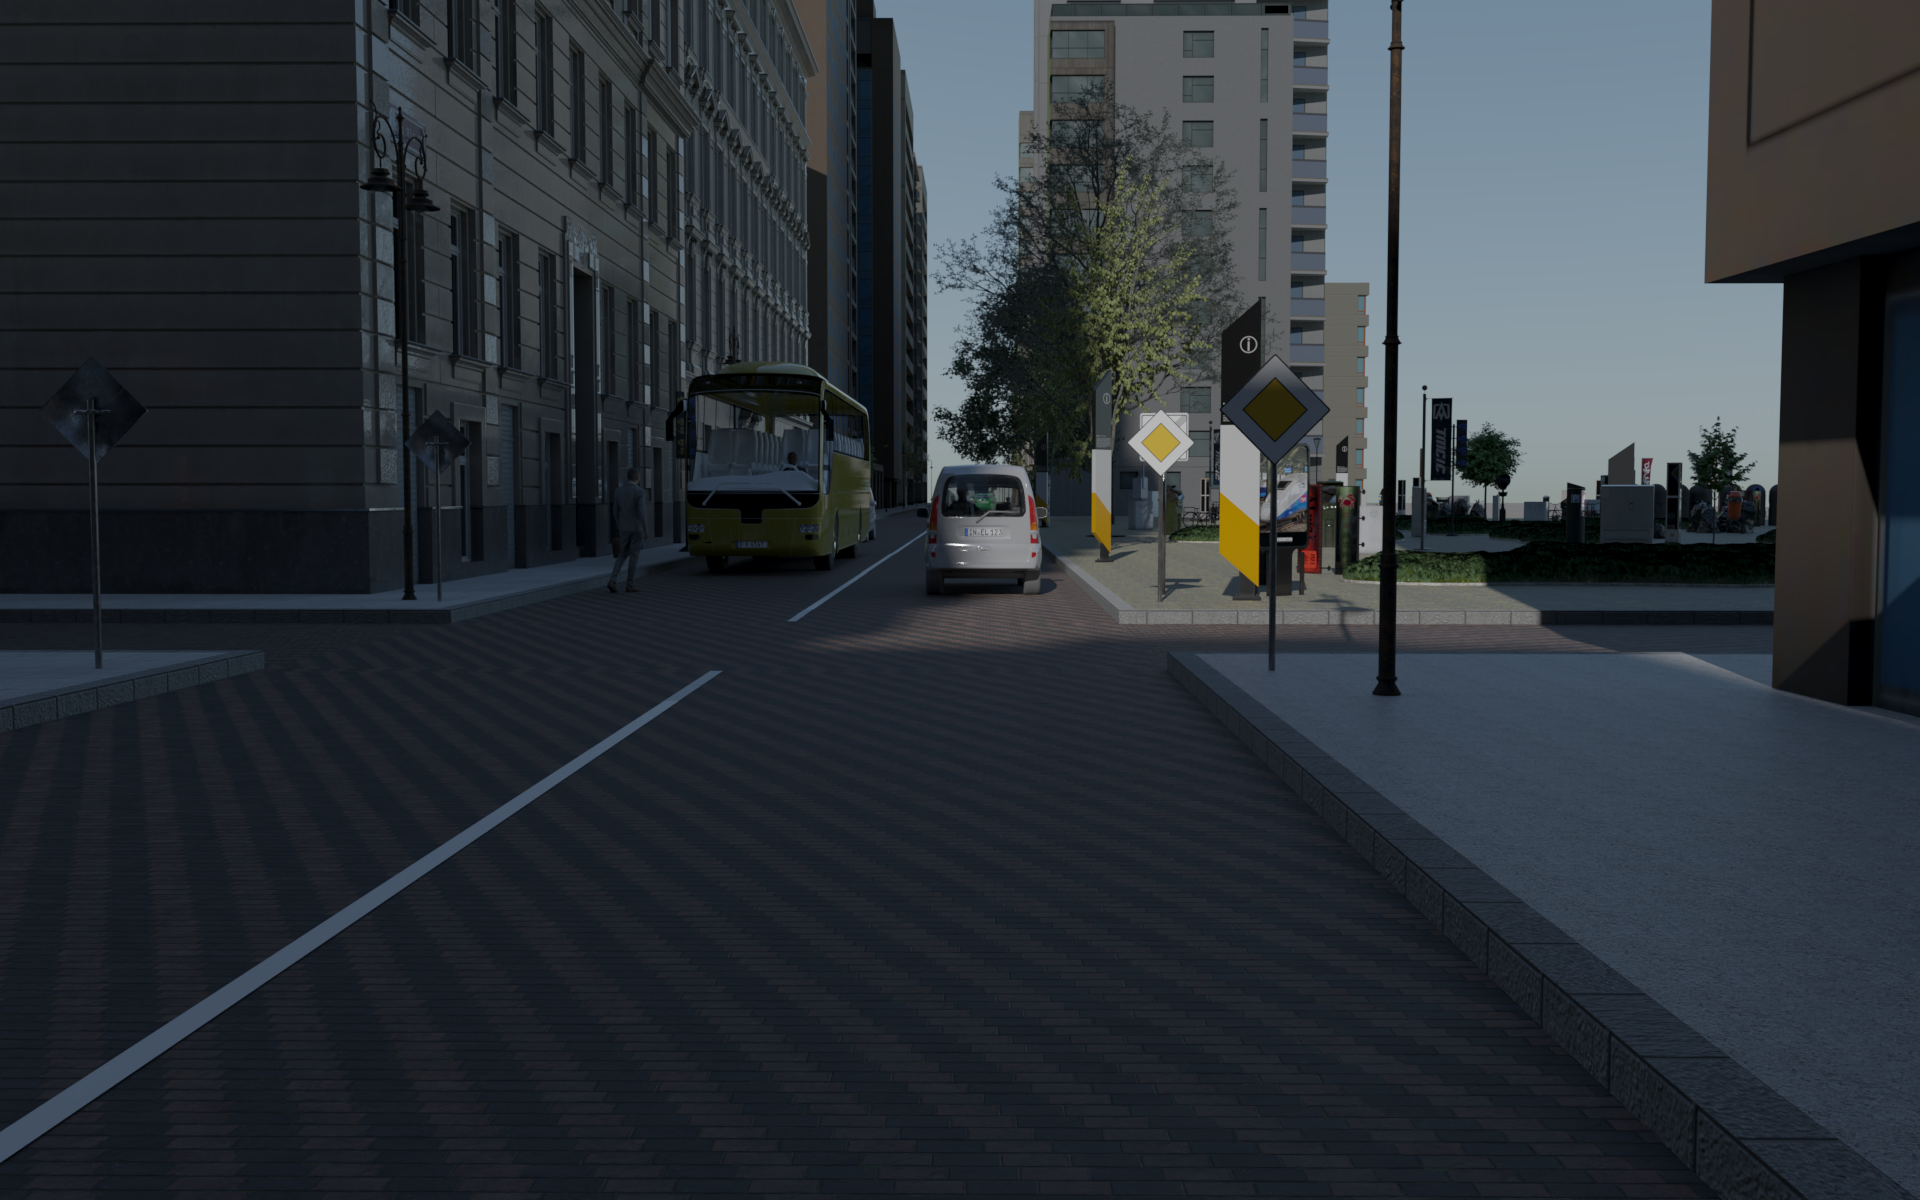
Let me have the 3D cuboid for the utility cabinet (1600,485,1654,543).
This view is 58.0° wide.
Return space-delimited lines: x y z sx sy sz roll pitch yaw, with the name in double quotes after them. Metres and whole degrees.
15.970 -2.005 41.464 1.173 1.500 0.318 2 4 24 "utility cabinet"

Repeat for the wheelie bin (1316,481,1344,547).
8.942 -2.071 41.773 0.980 1.594 0.693 1 4 12 "wheelie bin"

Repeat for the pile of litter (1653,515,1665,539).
19.992 -2.220 50.256 1.176 0.858 1.719 -2 4 -31 "pile of litter"

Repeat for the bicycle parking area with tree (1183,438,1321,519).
15.710 -6.178 88.007 8.231 4.147 9.016 0 4 2 "bicycle parking area with tree"

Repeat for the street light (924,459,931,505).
-4.097 -14.390 208.064 0.468 5.910 1.993 0 4 1 "street light"

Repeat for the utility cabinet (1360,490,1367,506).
21.854 -5.215 93.942 0.318 1.500 1.173 0 4 7 "utility cabinet"

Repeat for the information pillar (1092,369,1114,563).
2.662 -2.512 32.424 0.183 3.616 0.504 3 5 43 "information pillar"

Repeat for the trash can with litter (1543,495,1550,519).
30.036 -4.731 88.416 1.678 1.210 2.233 -1 4 -13 "trash can with litter"

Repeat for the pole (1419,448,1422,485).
20.580 -5.102 77.257 0.158 3.312 0.155 0 3 0 "pole"

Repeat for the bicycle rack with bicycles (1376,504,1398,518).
14.983 -3.170 65.208 2.925 0.926 2.852 -2 4 -26 "bicycle rack with bicycles"

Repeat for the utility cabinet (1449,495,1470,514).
25.832 -4.799 89.625 1.020 1.237 0.306 3 5 40 "utility cabinet"

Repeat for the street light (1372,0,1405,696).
2.728 -2.331 10.899 0.468 5.910 1.993 0 4 1 "street light"

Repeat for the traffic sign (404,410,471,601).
-6.222 -1.040 20.653 0.795 2.450 0.064 0 4 1 "traffic sign"

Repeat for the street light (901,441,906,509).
-4.927 -10.940 151.652 0.468 5.910 1.993 0 4 1 "street light"

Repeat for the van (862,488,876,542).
-3.521 -2.814 53.028 2.013 2.044 4.112 0 4 2 "van"

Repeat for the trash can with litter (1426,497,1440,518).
19.139 -3.538 69.241 1.055 1.170 0.624 1 4 16 "trash can with litter"

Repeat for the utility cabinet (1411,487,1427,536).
13.837 -2.659 52.147 0.318 1.500 1.173 1 4 22 "utility cabinet"

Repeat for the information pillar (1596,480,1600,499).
32.981 -5.185 89.261 0.304 2.012 0.304 -2 4 -33 "information pillar"

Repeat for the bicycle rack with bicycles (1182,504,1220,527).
9.647 -3.116 64.326 2.925 0.926 2.852 2 4 25 "bicycle rack with bicycles"

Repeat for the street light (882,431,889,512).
-5.298 -9.269 124.336 0.468 5.910 1.993 0 4 1 "street light"

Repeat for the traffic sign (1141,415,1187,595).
2.582 -1.213 21.955 0.606 2.300 0.079 0 4 7 "traffic sign"

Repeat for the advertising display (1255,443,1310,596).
4.019 -1.011 21.752 0.974 1.923 0.123 -3 4 -37 "advertising display"

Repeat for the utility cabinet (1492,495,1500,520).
26.041 -4.460 84.089 0.306 1.237 1.020 1 4 21 "utility cabinet"

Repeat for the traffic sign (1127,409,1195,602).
2.371 -1.032 20.520 0.795 2.450 0.064 0 4 1 "traffic sign"

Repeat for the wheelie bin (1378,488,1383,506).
23.469 -5.337 95.161 0.980 1.594 0.693 -1 4 -21 "wheelie bin"

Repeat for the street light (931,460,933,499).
-3.861 -16.069 235.520 0.468 5.910 1.993 0 4 1 "street light"

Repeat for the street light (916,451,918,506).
-4.508 -12.716 180.695 0.468 5.910 1.993 0 4 1 "street light"

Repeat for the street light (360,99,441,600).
-6.679 -2.938 20.830 0.468 5.910 1.993 0 4 1 "street light"

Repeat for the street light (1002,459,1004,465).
5.149 -13.918 200.349 0.468 5.910 1.993 0 4 1 "street light"

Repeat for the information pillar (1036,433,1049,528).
3.149 -4.581 66.259 0.504 3.616 0.183 2 4 31 "information pillar"

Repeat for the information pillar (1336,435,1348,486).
15.169 -4.734 68.758 0.504 3.616 0.183 -1 4 -9 "information pillar"

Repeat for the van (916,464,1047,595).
0.330 -1.163 26.023 2.013 2.044 4.112 0 3 0 "van"

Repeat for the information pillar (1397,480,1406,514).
22.763 -5.185 89.263 0.304 2.012 0.304 -3 5 -43 "information pillar"

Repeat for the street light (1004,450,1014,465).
4.834 -12.173 171.816 0.468 5.910 1.993 0 4 1 "street light"

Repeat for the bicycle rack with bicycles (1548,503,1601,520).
25.749 -3.609 72.388 2.925 0.926 2.852 -3 5 -40 "bicycle rack with bicycles"

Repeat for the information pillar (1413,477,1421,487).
20.148 -4.401 76.449 0.304 2.012 0.304 2 4 25 "information pillar"

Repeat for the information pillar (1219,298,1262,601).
3.383 -1.802 20.825 0.504 3.616 0.183 0 4 8 "information pillar"

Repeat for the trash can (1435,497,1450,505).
23.467 -4.438 84.208 0.748 1.137 0.748 0 3 0 "trash can"

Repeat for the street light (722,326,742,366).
-6.213 -4.587 47.784 0.468 5.910 1.993 0 4 1 "street light"

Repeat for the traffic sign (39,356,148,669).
-6.328 -0.552 12.669 0.795 2.450 0.064 0 4 1 "traffic sign"

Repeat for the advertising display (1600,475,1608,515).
21.803 -3.268 58.653 0.123 1.923 0.974 1 4 13 "advertising display"

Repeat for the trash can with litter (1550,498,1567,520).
28.694 -4.358 82.633 1.055 1.170 0.624 3 5 43 "trash can with litter"

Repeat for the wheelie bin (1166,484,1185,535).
6.631 -2.835 54.255 0.693 1.594 0.980 2 4 29 "wheelie bin"

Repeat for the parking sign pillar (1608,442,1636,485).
34.638 -6.251 90.684 1.447 3.967 1.447 3 4 37 "parking sign pillar"

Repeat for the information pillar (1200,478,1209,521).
11.478 -4.687 81.124 0.304 2.012 0.304 -3 5 -42 "information pillar"

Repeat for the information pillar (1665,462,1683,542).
16.602 -2.189 40.290 0.304 2.012 0.304 2 4 31 "information pillar"

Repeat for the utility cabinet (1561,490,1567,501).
33.521 -5.273 94.894 0.318 1.500 1.173 -2 4 -29 "utility cabinet"
